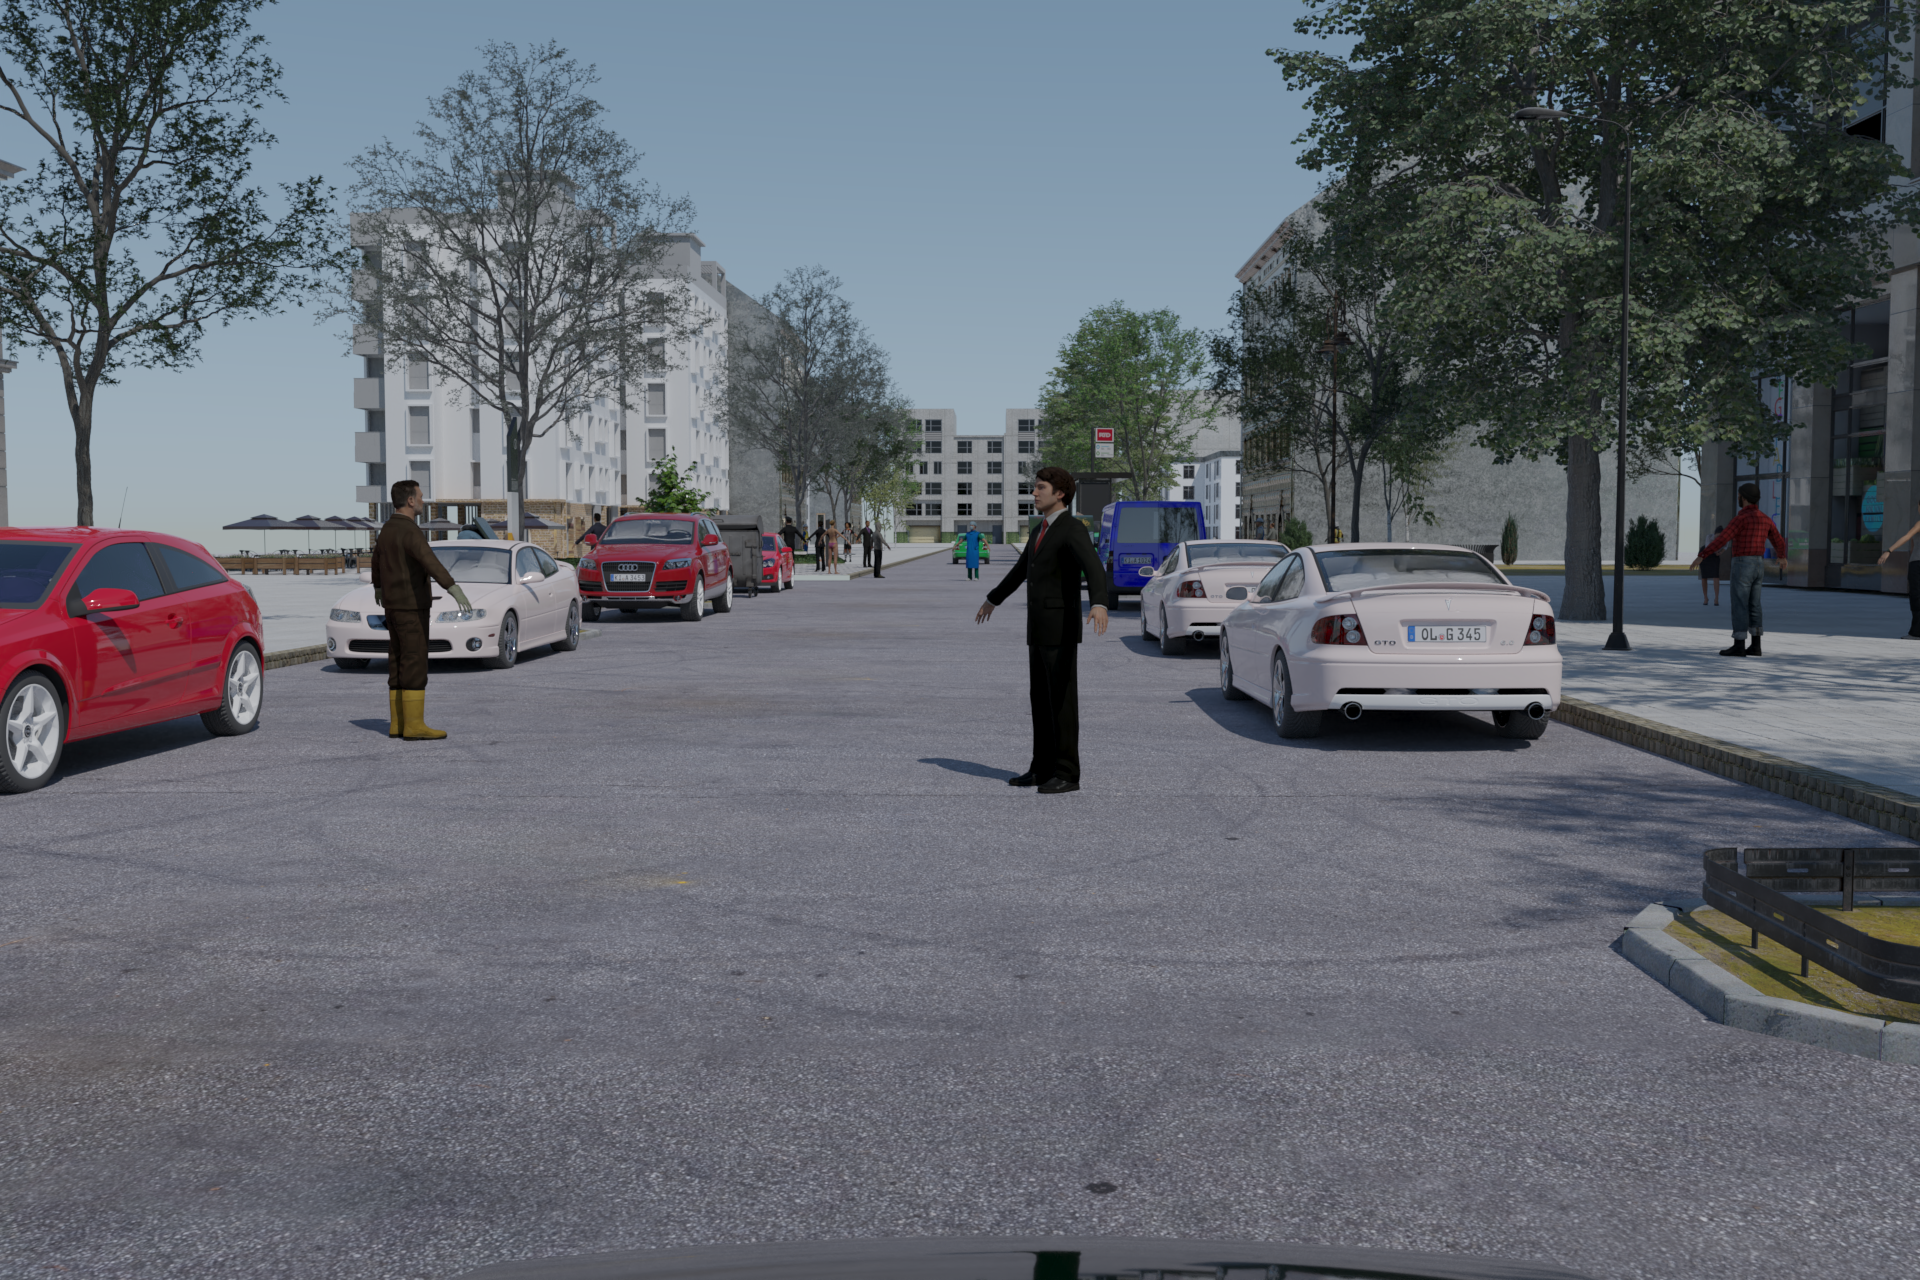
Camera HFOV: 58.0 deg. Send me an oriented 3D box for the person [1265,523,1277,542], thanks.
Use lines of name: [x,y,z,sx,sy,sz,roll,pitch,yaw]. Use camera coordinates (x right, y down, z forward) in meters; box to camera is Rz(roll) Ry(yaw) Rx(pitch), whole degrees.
person: [14.793,-4.645,82.219,0.705,1.796,1.348,2,4,34]

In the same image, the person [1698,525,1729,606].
person: [13.467,-1.330,30.972,0.628,1.438,0.799,-1,4,-23]

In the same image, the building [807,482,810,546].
building: [-20.089,-14.574,180.434,9.099,9.664,28.070,0,4,1]

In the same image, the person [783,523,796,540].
person: [-8.527,-5.095,89.090,1.354,1.856,0.705,-3,5,-44]

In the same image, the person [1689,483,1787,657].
person: [8.235,-0.738,18.180,1.345,1.816,0.704,-2,4,-24]

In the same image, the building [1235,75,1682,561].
building: [25.509,-15.960,91.872,19.493,23.208,18.063,0,4,1]

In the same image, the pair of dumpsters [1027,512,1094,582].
pair of dumpsters: [4.210,-2.845,51.460,4.436,2.255,1.574,0,3,0]

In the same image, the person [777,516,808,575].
person: [-5.361,-2.950,54.171,1.347,1.837,0.705,-2,4,-27]

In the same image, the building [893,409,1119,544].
building: [6.617,-23.325,250.282,31.486,18.905,16.747,0,4,1]

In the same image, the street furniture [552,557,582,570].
street furniture: [-11.792,-2.793,61.295,10.072,0.657,5.734,-2,4,-26]

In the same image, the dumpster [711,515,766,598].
dumpster: [-5.389,-1.892,39.152,1.865,1.857,1.264,0,4,1]

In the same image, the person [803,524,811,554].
person: [-7.370,-4.724,83.698,0.721,1.772,1.216,0,4,7]

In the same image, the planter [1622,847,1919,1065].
planter: [3.239,0.957,5.487,1.991,0.319,1.994,0,4,2]

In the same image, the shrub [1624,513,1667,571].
shrub: [23.867,-3.430,60.495,1.690,2.028,1.600,0,3,0]

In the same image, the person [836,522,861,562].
person: [-5.140,-4.462,79.092,1.345,1.843,0.704,1,4,17]

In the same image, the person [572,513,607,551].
person: [-9.235,-2.326,44.077,1.345,1.823,0.704,-3,5,-42]

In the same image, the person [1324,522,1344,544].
person: [17.680,-4.636,81.564,1.354,1.858,0.705,-3,5,-39]

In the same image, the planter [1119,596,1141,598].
planter: [4.045,-1.136,39.715,1.991,0.319,1.994,0,4,1]

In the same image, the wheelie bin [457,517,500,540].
wheelie bin: [-9.020,-1.503,32.484,0.693,1.594,0.980,0,4,2]

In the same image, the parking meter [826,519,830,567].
parking meter: [-5.285,-3.791,67.700,0.399,1.863,0.255,0,4,2]

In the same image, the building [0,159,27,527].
building: [-31.103,-15.053,33.508,14.401,28.519,23.554,0,4,1]

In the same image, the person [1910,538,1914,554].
person: [17.494,-1.555,31.206,1.343,1.855,0.704,-2,4,-29]

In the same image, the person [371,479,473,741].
person: [-3.831,-0.215,12.114,0.704,1.812,1.346,-3,5,-43]

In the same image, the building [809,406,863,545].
building: [-22.249,-23.648,217.571,19.493,23.208,18.063,0,4,1]

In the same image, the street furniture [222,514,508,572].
street furniture: [-26.797,-4.095,71.988,14.083,1.986,27.439,0,4,8]

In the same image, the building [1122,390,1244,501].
building: [30.194,-21.669,220.741,16.747,18.905,31.486,0,4,1]

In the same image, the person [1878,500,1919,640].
person: [11.662,-0.872,21.070,1.217,1.737,0.721,-1,4,-21]

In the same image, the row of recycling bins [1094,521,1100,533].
row of recycling bins: [4.395,-2.936,55.118,1.069,1.692,3.534,0,4,0]

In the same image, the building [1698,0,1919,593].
building: [29.599,-15.887,25.981,22.709,31.103,35.509,0,4,1]

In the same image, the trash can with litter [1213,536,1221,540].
trash can with litter: [7.577,-2.479,51.595,1.678,1.210,2.233,0,4,1]

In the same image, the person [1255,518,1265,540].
person: [10.388,-3.322,60.175,0.705,1.847,1.347,1,4,18]

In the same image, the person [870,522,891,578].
person: [-2.641,-2.924,56.394,0.705,1.813,1.348,-2,4,-28]

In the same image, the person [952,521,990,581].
person: [0.376,-2.711,52.915,1.347,1.817,0.704,2,4,31]

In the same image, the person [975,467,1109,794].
person: [0.498,-0.066,9.722,0.705,1.806,1.347,-2,4,-28]

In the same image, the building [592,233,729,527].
building: [-21.722,-15.524,110.244,16.016,20.090,11.380,0,4,1]

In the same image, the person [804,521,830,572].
person: [-4.797,-3.188,58.838,1.216,1.740,0.721,-3,5,-41]

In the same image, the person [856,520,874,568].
person: [-3.521,-3.668,66.189,1.346,1.802,0.704,-3,5,-45]

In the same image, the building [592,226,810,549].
building: [-22.037,-18.485,133.161,19.493,23.208,18.063,0,4,1]

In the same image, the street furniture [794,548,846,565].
street furniture: [-9.879,-3.499,72.834,10.072,0.657,5.734,-2,4,-25]

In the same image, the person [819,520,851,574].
person: [-4.040,-2.985,55.615,1.217,1.733,0.721,2,4,29]

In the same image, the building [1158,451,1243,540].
building: [27.200,-15.045,188.132,9.099,9.664,28.070,0,4,1]

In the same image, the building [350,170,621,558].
building: [-25.768,-14.377,91.488,16.016,20.090,11.380,0,4,2]

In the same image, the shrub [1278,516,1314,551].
shrub: [14.157,-4.227,73.148,1.661,2.075,1.752,0,3,0]
